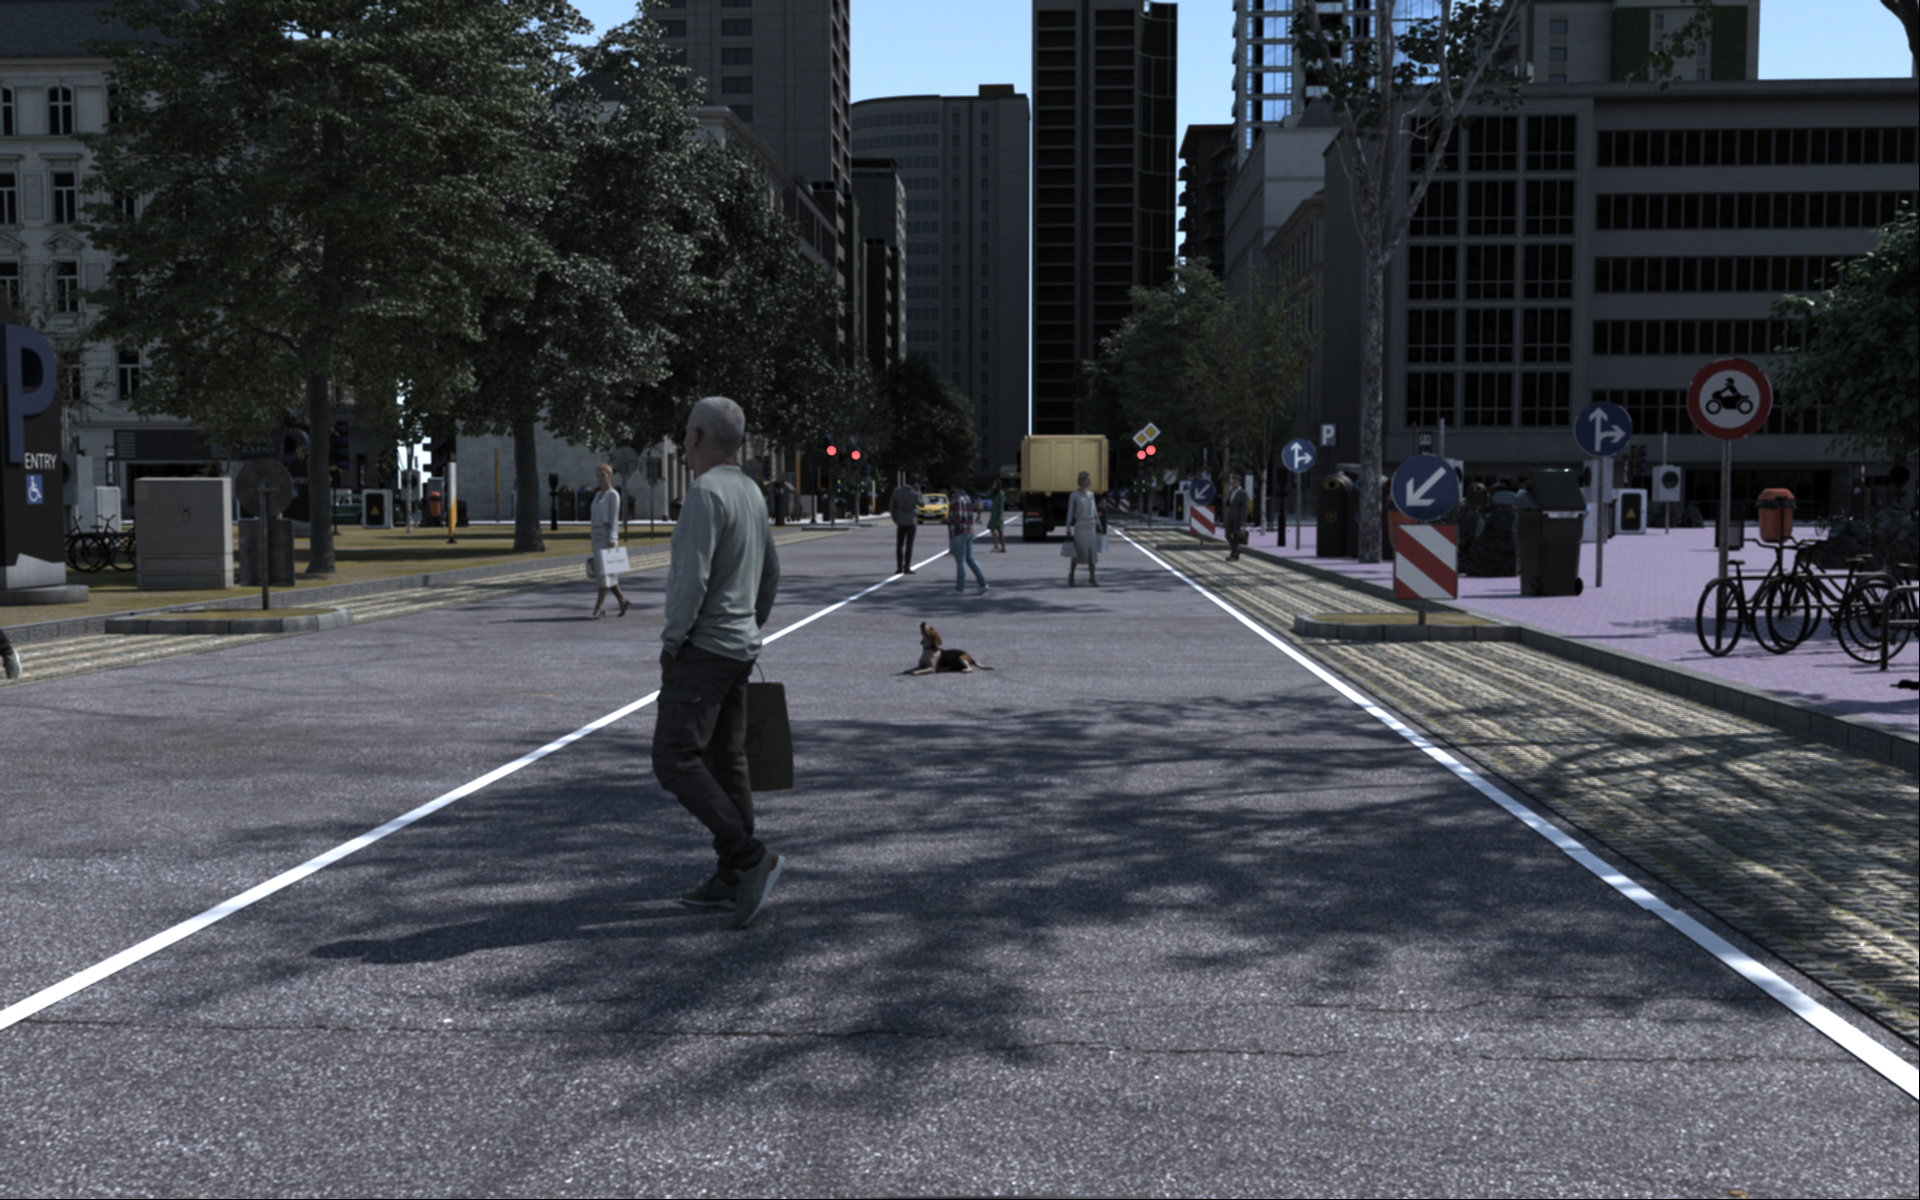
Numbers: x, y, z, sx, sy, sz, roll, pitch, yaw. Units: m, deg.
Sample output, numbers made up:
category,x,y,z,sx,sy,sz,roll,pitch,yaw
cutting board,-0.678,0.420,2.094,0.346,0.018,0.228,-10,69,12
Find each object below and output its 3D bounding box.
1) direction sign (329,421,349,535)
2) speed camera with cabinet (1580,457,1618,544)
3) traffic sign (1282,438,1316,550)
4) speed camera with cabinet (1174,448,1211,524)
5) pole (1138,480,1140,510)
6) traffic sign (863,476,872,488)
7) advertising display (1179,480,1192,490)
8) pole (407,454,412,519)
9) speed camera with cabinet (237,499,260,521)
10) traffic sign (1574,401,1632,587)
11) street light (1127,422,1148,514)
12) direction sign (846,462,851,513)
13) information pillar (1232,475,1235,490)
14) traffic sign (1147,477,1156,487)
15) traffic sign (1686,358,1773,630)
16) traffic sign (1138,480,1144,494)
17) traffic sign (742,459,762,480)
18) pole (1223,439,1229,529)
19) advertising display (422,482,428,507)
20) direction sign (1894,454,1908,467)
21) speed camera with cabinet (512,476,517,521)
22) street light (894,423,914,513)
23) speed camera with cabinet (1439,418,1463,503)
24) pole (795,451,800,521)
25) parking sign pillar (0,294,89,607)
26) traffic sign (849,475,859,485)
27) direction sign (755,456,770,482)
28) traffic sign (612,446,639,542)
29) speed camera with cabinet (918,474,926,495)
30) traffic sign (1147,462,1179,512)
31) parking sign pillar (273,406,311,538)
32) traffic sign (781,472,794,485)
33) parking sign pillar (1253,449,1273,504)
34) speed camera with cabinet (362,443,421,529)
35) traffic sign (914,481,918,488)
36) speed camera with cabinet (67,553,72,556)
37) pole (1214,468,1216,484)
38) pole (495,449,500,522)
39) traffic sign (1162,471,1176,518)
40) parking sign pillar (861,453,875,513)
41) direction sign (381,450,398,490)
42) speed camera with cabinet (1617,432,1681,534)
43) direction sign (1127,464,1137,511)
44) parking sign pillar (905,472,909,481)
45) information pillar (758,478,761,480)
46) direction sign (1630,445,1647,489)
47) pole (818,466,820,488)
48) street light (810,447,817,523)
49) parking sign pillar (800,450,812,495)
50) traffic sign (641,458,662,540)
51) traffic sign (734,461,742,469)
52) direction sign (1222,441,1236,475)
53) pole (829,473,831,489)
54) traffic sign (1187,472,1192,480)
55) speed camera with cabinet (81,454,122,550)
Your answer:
category,x,y,z,sx,sy,sz,roll,pitch,yaw
direction sign,-19.401,-3.774,53.704,0.876,3.537,0.379,-1,4,-12
speed camera with cabinet,16.555,-3.136,45.604,0.660,3.252,2.038,0,4,1
traffic sign,7.776,-2.426,39.774,0.768,2.556,0.104,1,4,8
speed camera with cabinet,10.094,-4.950,75.267,0.660,3.252,2.038,-2,4,-26
pole,14.126,-8.700,136.084,0.158,3.312,0.155,0,3,0
traffic sign,-5.756,-6.562,108.480,0.795,2.450,0.064,0,4,8
advertising display,10.162,-4.441,77.826,0.123,1.923,0.974,-2,4,-29
pole,-28.182,-5.801,88.681,0.158,3.312,0.155,0,3,0
speed camera with cabinet,-33.135,-5.362,81.997,2.038,3.252,0.660,-1,4,-14
traffic sign,8.822,-1.452,23.843,0.768,2.556,0.104,1,4,10
street light,11.493,-8.538,112.144,1.470,5.913,1.316,0,4,3
direction sign,-7.602,-7.712,118.095,0.379,3.537,0.876,1,4,10
information pillar,10.641,-3.869,67.757,0.304,2.012,0.304,-1,4,-10
traffic sign,11.318,-6.142,102.559,0.606,2.300,0.079,0,4,4
traffic sign,7.218,-0.992,16.333,0.768,2.556,0.104,0,4,8
traffic sign,13.749,-7.988,130.606,0.884,2.594,0.081,1,4,9
traffic sign,-7.522,-3.825,62.648,0.768,2.556,0.104,1,4,12
pole,9.844,-4.296,64.088,0.158,3.312,0.155,0,3,0
advertising display,-29.600,-5.567,96.236,0.123,1.923,0.974,0,4,7
direction sign,41.330,-5.147,76.154,0.379,3.537,0.876,0,4,-5
speed camera with cabinet,-21.126,-5.430,83.111,0.660,3.252,2.038,-1,4,-19
street light,-3.714,-8.618,113.449,1.470,5.913,1.316,0,4,3
speed camera with cabinet,12.200,-3.085,44.778,2.038,3.252,0.660,-3,5,-41
pole,-7.590,-5.334,81.059,0.158,3.312,0.155,0,3,0
parking sign pillar,-11.083,-1.948,20.320,1.447,3.967,1.447,0,4,1
traffic sign,-6.877,-6.882,112.626,0.768,2.556,0.104,1,4,9
direction sign,-11.761,-6.808,103.311,0.876,3.537,0.379,-1,4,-21
traffic sign,-8.960,-2.829,46.355,0.768,2.556,0.104,1,4,9
speed camera with cabinet,-3.931,-9.593,151.177,2.038,3.252,0.660,-3,4,-36
traffic sign,12.813,-7.007,108.440,2.265,3.308,0.079,1,4,9
parking sign pillar,-19.531,-3.824,50.987,1.447,3.967,1.447,1,4,13
traffic sign,-8.108,-4.854,81.495,0.606,2.300,0.079,0,4,8
parking sign pillar,17.728,-6.937,101.898,1.447,3.967,1.447,-2,4,-25
speed camera with cabinet,-21.009,-4.261,64.006,2.038,3.252,0.660,-1,4,-10
traffic sign,-3.989,-9.163,149.928,0.768,2.556,0.104,0,4,6
speed camera with cabinet,-19.216,-2.512,35.413,2.038,3.252,0.660,-1,4,-19
pole,19.810,-8.610,134.623,0.158,3.312,0.155,0,3,0
pole,-21.030,-5.194,78.757,0.158,3.312,0.155,0,3,0
traffic sign,11.359,-5.747,94.069,0.768,2.556,0.104,1,4,9
parking sign pillar,-6.086,-7.667,113.834,1.447,3.967,1.447,1,4,21
direction sign,-29.461,-5.963,89.498,0.876,3.537,0.379,0,4,3
speed camera with cabinet,21.852,-3.724,55.229,2.038,3.252,0.660,0,4,-3
direction sign,13.101,-8.551,131.813,0.876,3.537,0.379,-1,4,-19
parking sign pillar,-4.409,-9.616,145.700,1.447,3.967,1.447,1,4,12
information pillar,-9.072,-4.450,77.256,0.304,2.012,0.304,-1,4,-23
direction sign,31.438,-5.403,80.330,0.876,3.537,0.379,-1,4,-19
pole,-10.349,-8.158,127.231,0.158,3.312,0.155,0,3,0
street light,-5.923,-6.335,76.120,1.470,5.913,1.316,0,4,3
parking sign pillar,-9.512,-7.216,106.452,1.447,3.967,1.447,-2,4,-28
traffic sign,-8.641,-2.842,48.589,0.606,2.300,0.079,0,4,7
traffic sign,-8.715,-4.056,66.416,0.768,2.556,0.104,1,4,10
direction sign,11.575,-5.049,74.547,0.379,3.537,0.876,-2,4,-30
pole,-9.273,-7.971,124.164,0.158,3.312,0.155,0,3,0
traffic sign,13.472,-6.230,101.863,0.884,2.594,0.081,1,4,11
speed camera with cabinet,-20.108,-2.790,39.950,2.038,3.252,0.660,3,5,40
